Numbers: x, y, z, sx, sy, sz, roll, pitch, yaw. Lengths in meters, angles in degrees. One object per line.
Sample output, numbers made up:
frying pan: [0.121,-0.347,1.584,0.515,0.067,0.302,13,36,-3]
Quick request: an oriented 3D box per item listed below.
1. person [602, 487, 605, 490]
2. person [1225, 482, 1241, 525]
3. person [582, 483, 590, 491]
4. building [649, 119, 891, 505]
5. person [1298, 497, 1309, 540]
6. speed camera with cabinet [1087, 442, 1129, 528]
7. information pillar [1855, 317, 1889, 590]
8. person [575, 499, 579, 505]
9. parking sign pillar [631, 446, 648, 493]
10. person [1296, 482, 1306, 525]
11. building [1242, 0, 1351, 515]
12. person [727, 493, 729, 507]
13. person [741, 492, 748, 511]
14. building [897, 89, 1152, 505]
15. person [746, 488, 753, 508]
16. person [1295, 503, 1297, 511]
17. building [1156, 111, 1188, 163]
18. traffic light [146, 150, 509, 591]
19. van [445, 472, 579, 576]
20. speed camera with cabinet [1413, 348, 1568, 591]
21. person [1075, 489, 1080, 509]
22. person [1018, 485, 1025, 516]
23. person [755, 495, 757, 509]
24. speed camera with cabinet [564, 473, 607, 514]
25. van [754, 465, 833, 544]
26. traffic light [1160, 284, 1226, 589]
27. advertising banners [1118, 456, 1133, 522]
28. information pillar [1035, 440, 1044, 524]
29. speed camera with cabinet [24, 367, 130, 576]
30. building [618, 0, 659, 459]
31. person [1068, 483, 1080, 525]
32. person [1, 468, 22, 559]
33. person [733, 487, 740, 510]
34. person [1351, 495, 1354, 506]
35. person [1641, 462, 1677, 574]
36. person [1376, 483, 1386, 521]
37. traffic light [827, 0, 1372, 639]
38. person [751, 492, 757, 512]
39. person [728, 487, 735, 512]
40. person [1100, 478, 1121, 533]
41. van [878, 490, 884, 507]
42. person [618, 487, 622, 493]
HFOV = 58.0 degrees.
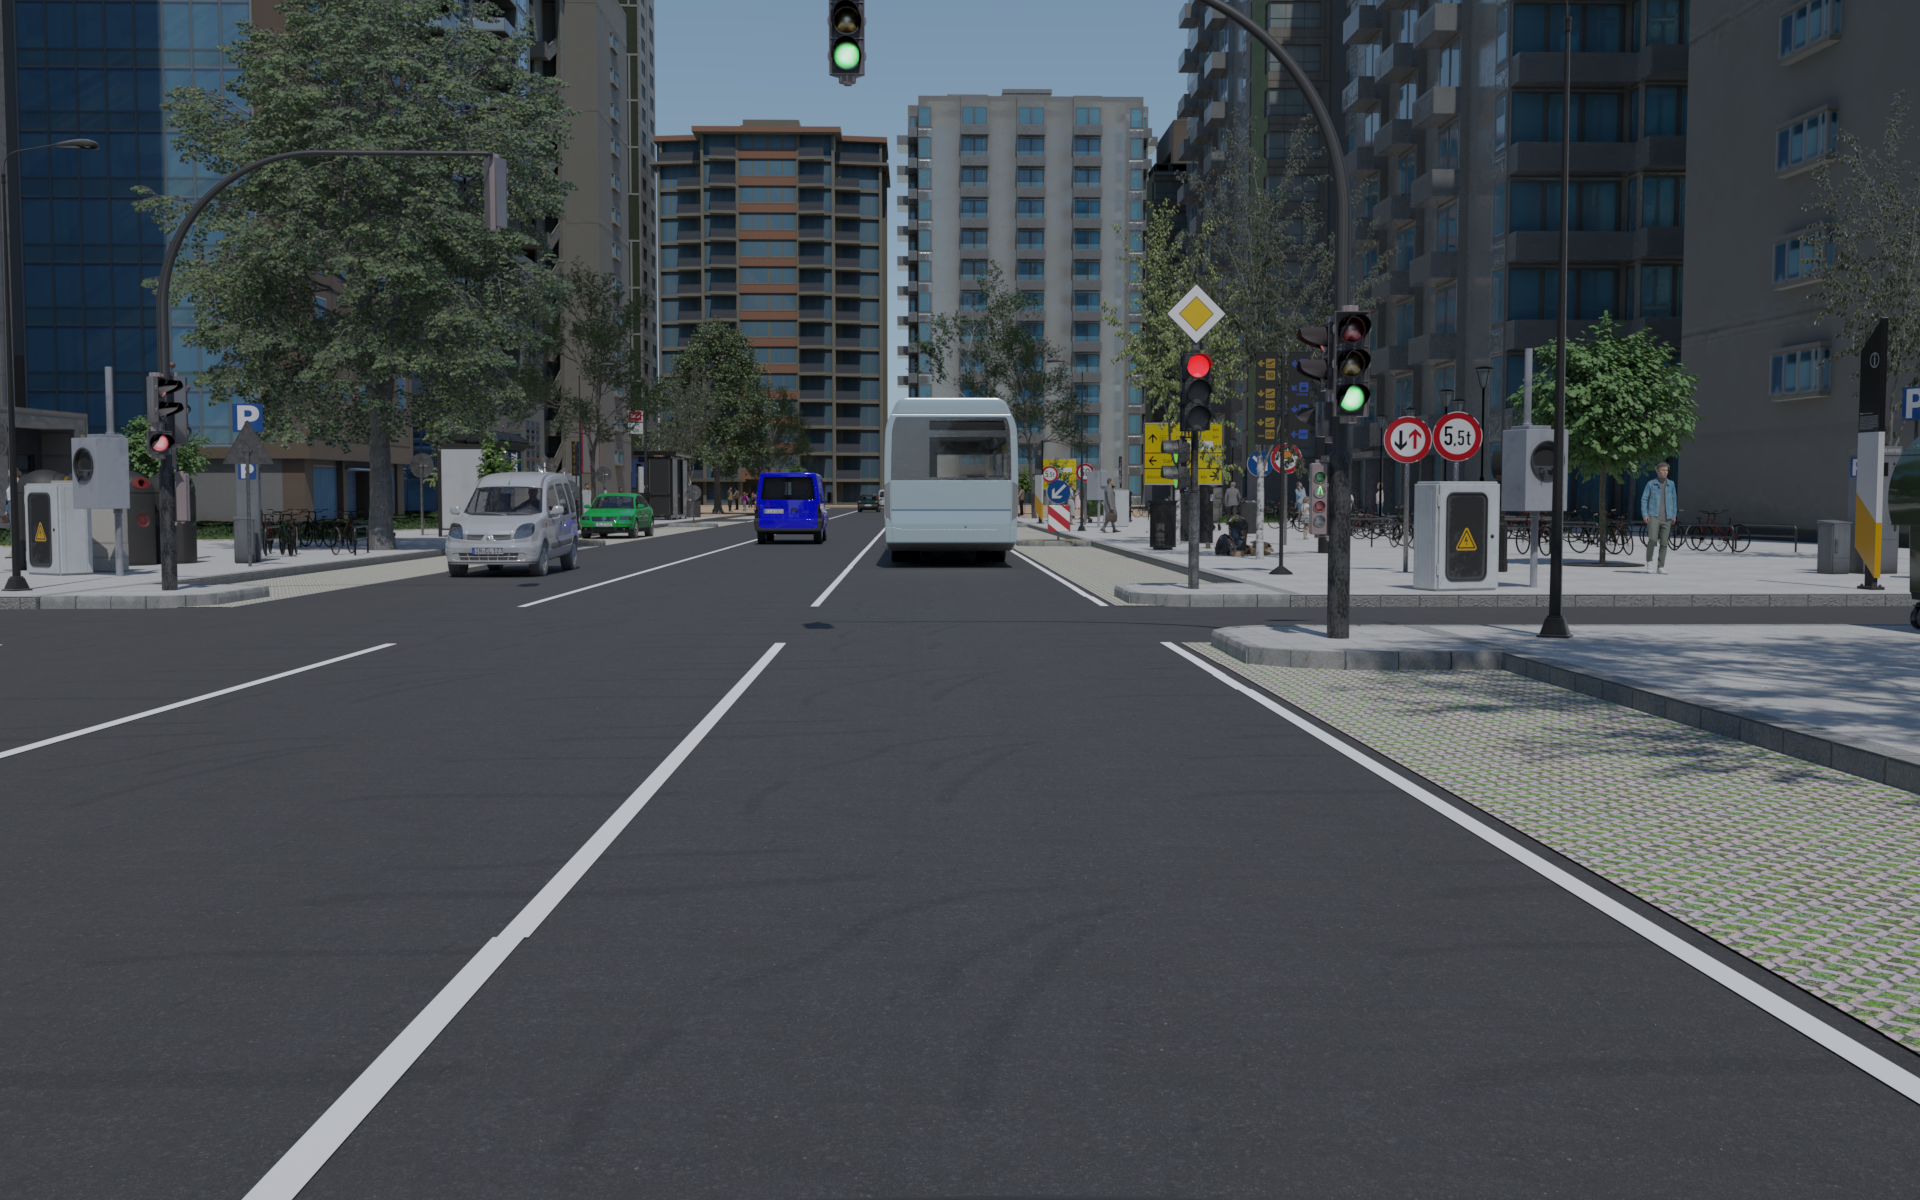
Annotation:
person: [-25.611,-7.240,124.426,0.705,1.824,1.348,-3,4,-36]
person: [11.170,-3.959,71.162,0.661,1.777,0.834,0,4,-5]
person: [-18.468,-4.887,85.929,0.794,1.824,0.713,0,4,-8]
building: [-22.745,-33.690,205.457,28.867,44.769,22.147,0,4,-1]
person: [9.693,-2.314,48.899,0.382,1.210,0.505,-2,4,-30]
speed camera with cabinet: [5.722,-4.440,66.938,0.660,3.252,2.038,3,5,41]
information pillar: [12.235,-1.951,23.250,0.183,3.616,0.504,0,4,-4]
person: [-28.907,-7.583,130.550,0.617,1.759,0.750,-1,4,-9]
parking sign pillar: [-17.700,-6.612,96.585,1.447,3.967,1.447,2,4,25]
person: [14.144,-4.013,71.914,0.793,1.790,0.793,1,4,16]
building: [24.985,-26.036,109.282,14.154,41.232,14.086,0,4,-1]
person: [-22.994,-10.217,173.541,0.568,1.767,0.683,1,4,11]
person: [-16.101,-7.326,129.039,0.991,1.433,0.599,3,4,39]
building: [7.750,-35.965,207.640,30.456,49.044,23.786,0,4,-1]
person: [-19.614,-9.531,161.893,1.348,1.822,0.705,-3,4,-36]
person: [18.228,-5.314,93.285,0.624,1.780,0.694,0,4,1]
building: [30.949,-33.815,202.988,14.200,45.320,14.600,0,4,-1]
traffic light: [-8.427,-2.959,23.053,4.771,5.953,1.251,0,4,-1]
van: [-8.078,-1.494,31.435,2.013,2.044,4.112,0,4,-1]
speed camera with cabinet: [7.132,-1.767,23.231,2.038,3.252,0.660,-1,4,-18]
person: [9.912,-8.506,145.792,0.551,1.740,0.621,-3,5,-43]
person: [3.608,-5.906,102.614,0.705,1.823,1.348,1,4,20]
person: [-17.681,-8.660,150.855,0.991,1.433,0.599,2,4,35]
speed camera with cabinet: [-16.600,-5.031,76.593,0.660,3.252,2.038,3,5,41]
van: [-4.946,-2.868,51.274,2.240,2.365,5.245,0,4,-2]
traffic light: [3.141,-2.104,23.323,0.839,4.253,0.868,0,4,-1]
advertising banners: [7.567,-5.088,79.378,0.090,3.025,2.074,-1,4,-11]
information pillar: [3.427,-5.108,74.875,0.183,3.616,0.504,-3,4,-36]
speed camera with cabinet: [-13.904,-2.011,27.220,2.038,3.252,0.660,2,4,33]
building: [-47.461,-46.798,203.402,20.611,71.187,20.563,0,4,-1]
person: [4.728,-4.011,72.190,0.524,1.755,0.480,-1,4,-16]
person: [-18.846,-1.751,34.689,0.581,1.822,0.654,3,5,44]
person: [-17.964,-8.141,139.163,0.705,1.823,1.348,1,4,18]
person: [14.910,-3.562,66.875,0.503,1.515,0.523,-3,4,-38]
person: [11.196,-1.307,27.748,0.601,1.785,0.444,0,4,4]
person: [17.005,-3.851,69.670,0.598,1.740,0.731,0,4,-3]
traffic light: [1.252,-2.476,15.146,4.771,5.953,1.251,0,4,-1]
person: [-14.943,-7.138,125.988,0.421,1.427,0.697,1,4,17]
person: [-16.656,-7.315,125.731,0.705,1.812,1.348,1,4,9]
person: [4.988,-3.125,57.241,0.767,1.812,0.694,0,4,-5]
van: [-7.100,-9.706,165.705,2.013,2.044,4.112,0,4,-2]
person: [-26.022,-7.767,133.051,0.705,1.822,1.348,1,4,15]
